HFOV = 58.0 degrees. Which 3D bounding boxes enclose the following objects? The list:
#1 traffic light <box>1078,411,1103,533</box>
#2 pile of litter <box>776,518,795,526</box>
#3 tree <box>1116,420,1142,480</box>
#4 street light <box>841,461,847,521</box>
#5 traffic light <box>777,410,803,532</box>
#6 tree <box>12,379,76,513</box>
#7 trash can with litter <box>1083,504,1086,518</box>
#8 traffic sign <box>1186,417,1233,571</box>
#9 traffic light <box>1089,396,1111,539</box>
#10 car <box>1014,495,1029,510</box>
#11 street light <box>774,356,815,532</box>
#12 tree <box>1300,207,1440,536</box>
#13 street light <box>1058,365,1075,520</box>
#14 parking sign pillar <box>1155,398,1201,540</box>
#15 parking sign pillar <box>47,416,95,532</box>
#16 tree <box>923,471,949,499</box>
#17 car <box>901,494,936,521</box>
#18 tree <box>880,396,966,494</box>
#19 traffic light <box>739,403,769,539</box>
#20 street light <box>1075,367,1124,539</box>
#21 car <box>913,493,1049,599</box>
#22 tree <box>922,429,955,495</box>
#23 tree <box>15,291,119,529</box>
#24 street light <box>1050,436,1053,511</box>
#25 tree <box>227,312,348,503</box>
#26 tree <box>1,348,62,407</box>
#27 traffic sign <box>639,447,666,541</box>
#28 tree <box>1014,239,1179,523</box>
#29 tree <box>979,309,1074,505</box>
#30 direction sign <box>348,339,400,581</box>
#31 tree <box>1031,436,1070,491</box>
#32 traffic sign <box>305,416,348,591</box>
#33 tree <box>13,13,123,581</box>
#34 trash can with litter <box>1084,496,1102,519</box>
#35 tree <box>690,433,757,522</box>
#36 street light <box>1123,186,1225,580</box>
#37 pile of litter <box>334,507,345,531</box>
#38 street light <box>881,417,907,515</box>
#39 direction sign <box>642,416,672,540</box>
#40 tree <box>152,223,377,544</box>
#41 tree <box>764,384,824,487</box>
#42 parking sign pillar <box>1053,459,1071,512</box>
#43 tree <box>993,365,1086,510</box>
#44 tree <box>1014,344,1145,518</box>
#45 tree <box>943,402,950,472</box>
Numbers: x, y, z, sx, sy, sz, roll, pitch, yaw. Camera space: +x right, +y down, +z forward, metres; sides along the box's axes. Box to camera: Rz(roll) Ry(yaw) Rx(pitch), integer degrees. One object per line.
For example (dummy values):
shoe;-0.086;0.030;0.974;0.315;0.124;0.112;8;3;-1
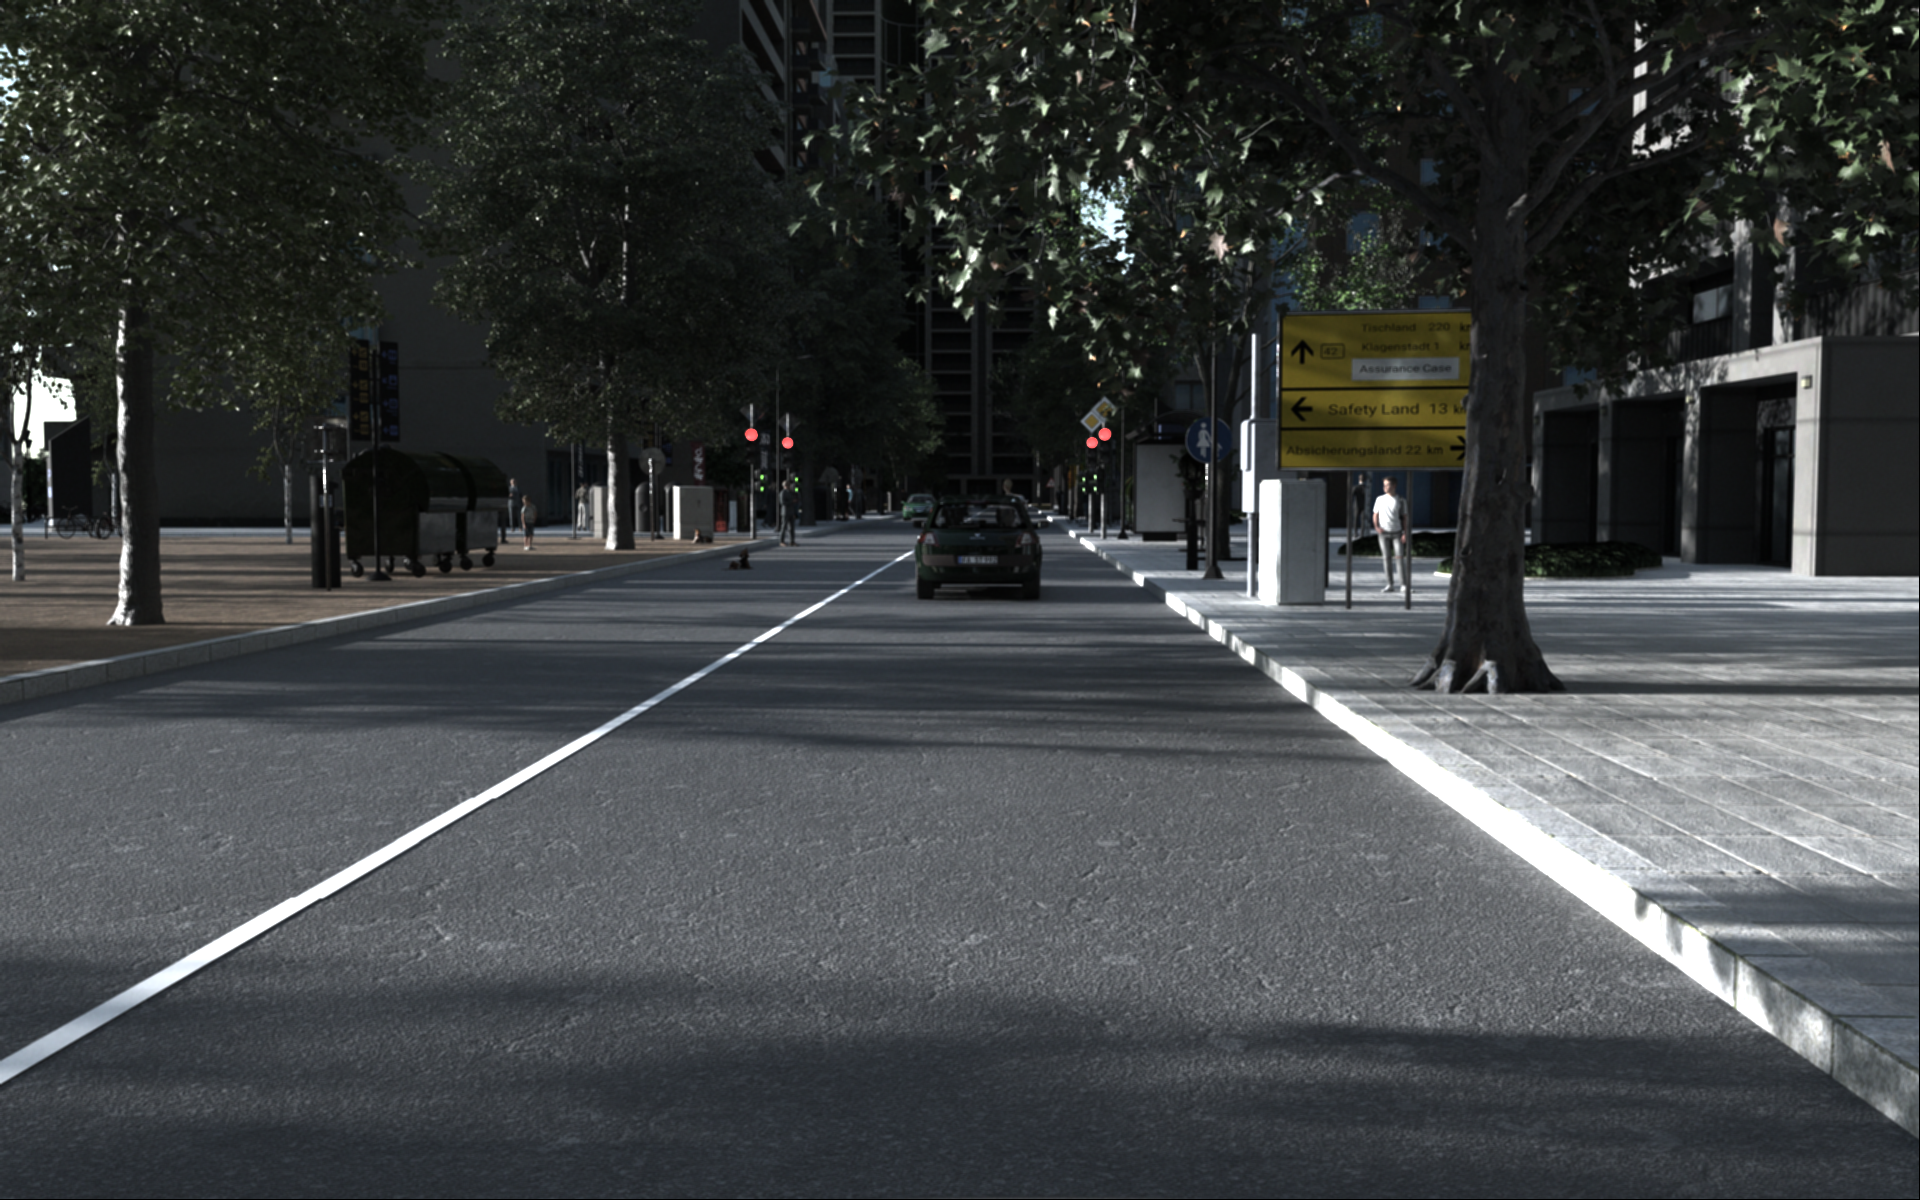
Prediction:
traffic light;4.359;-4.202;57.623;0.839;4.253;0.868;0;4;2
pile of litter;-7.341;-3.495;71.102;1.176;0.858;1.719;1;4;19
tree;12.313;-10.986;129.984;4.360;8.622;3.978;0;3;0
street light;-4.926;-6.661;81.447;1.470;5.913;1.316;0;4;2
traffic light;-5.698;-4.220;57.913;0.839;4.253;0.868;0;4;2
tree;-59.756;-13.223;118.013;13.155;14.587;18.604;0;4;-3
trash can with litter;6.979;-4.871;91.022;1.055;1.170;0.624;3;5;42
traffic sign;4.106;-1.745;28.631;0.768;2.556;0.104;0;4;2
traffic light;4.115;-3.714;49.641;0.839;4.253;0.868;0;4;2
car;3.885;-6.833;124.083;2.083;1.381;4.827;0;4;1
street light;-5.575;-5.247;58.332;1.470;5.913;1.316;0;4;2
tree;10.248;-5.706;43.649;4.360;8.622;3.978;0;3;0
street light;4.327;-5.511;62.646;1.470;5.913;1.316;0;4;2
parking sign pillar;6.147;-3.679;48.617;1.447;3.967;1.447;0;4;-5
parking sign pillar;-30.455;-4.327;59.223;1.447;3.967;1.447;3;5;43
tree;-2.711;-12.864;194.031;4.285;4.588;4.351;0;3;0
car;-2.088;-5.028;94.001;2.131;1.459;4.920;0;4;2
tree;-3.937;-13.722;158.770;8.767;10.594;7.601;-2;4;-32
traffic light;-5.942;-3.732;49.932;0.839;4.253;0.868;0;4;2
street light;4.096;-4.683;49.110;1.470;5.913;1.316;0;4;2
car;0.291;-0.929;24.983;2.009;1.686;4.222;0;4;2
tree;-2.791;-14.029;179.737;4.360;8.622;3.978;0;3;0
tree;-30.936;-6.919;63.491;4.737;8.622;4.395;0;3;0
street light;5.044;-6.942;86.041;1.470;5.913;1.316;0;4;2
tree;-24.553;-6.897;63.136;4.360;8.622;3.978;0;3;0
tree;-36.313;-6.890;63.012;4.737;8.622;4.395;0;3;0
traffic sign;-8.372;-2.874;47.090;0.768;2.556;0.104;1;4;10
tree;6.121;-9.749;77.520;7.486;12.596;7.792;0;3;0
tree;8.516;-19.498;174.688;12.611;20.169;13.585;0;3;0
direction sign;-8.634;-2.055;25.599;0.379;3.537;0.876;2;4;31
tree;8.949;-12.845;160.383;4.737;8.622;4.395;0;3;0
traffic sign;-8.321;-1.262;22.766;0.606;2.300;0.079;1;4;10
tree;-14.071;-4.605;25.661;4.360;8.622;3.978;0;3;0
trash can with litter;7.123;-4.706;87.993;1.678;1.210;2.233;-1;4;-8
tree;-10.522;-5.834;79.098;4.285;4.588;4.351;0;3;0
street light;3.286;-3.270;26.000;1.470;5.913;1.316;0;4;2
pile of litter;-21.323;-2.791;59.591;1.719;0.858;1.176;-1;4;-12
street light;-4.113;-8.074;104.556;1.470;5.913;1.316;0;4;2
direction sign;-8.531;-3.478;48.869;0.876;3.537;0.379;-2;4;-30
tree;-17.190;-5.758;44.503;4.737;8.622;4.395;0;3;0
tree;-10.322;-9.684;108.694;4.737;8.622;4.395;0;3;0
parking sign pillar;7.451;-8.352;125.025;1.447;3.967;1.447;2;4;28
tree;7.587;-14.139;141.537;12.009;13.543;11.850;0;3;0
tree;6.537;-9.647;92.144;7.601;10.594;8.767;-1;4;-15
tree;-4.237;-15.486;171.321;7.486;12.596;7.792;0;3;0
